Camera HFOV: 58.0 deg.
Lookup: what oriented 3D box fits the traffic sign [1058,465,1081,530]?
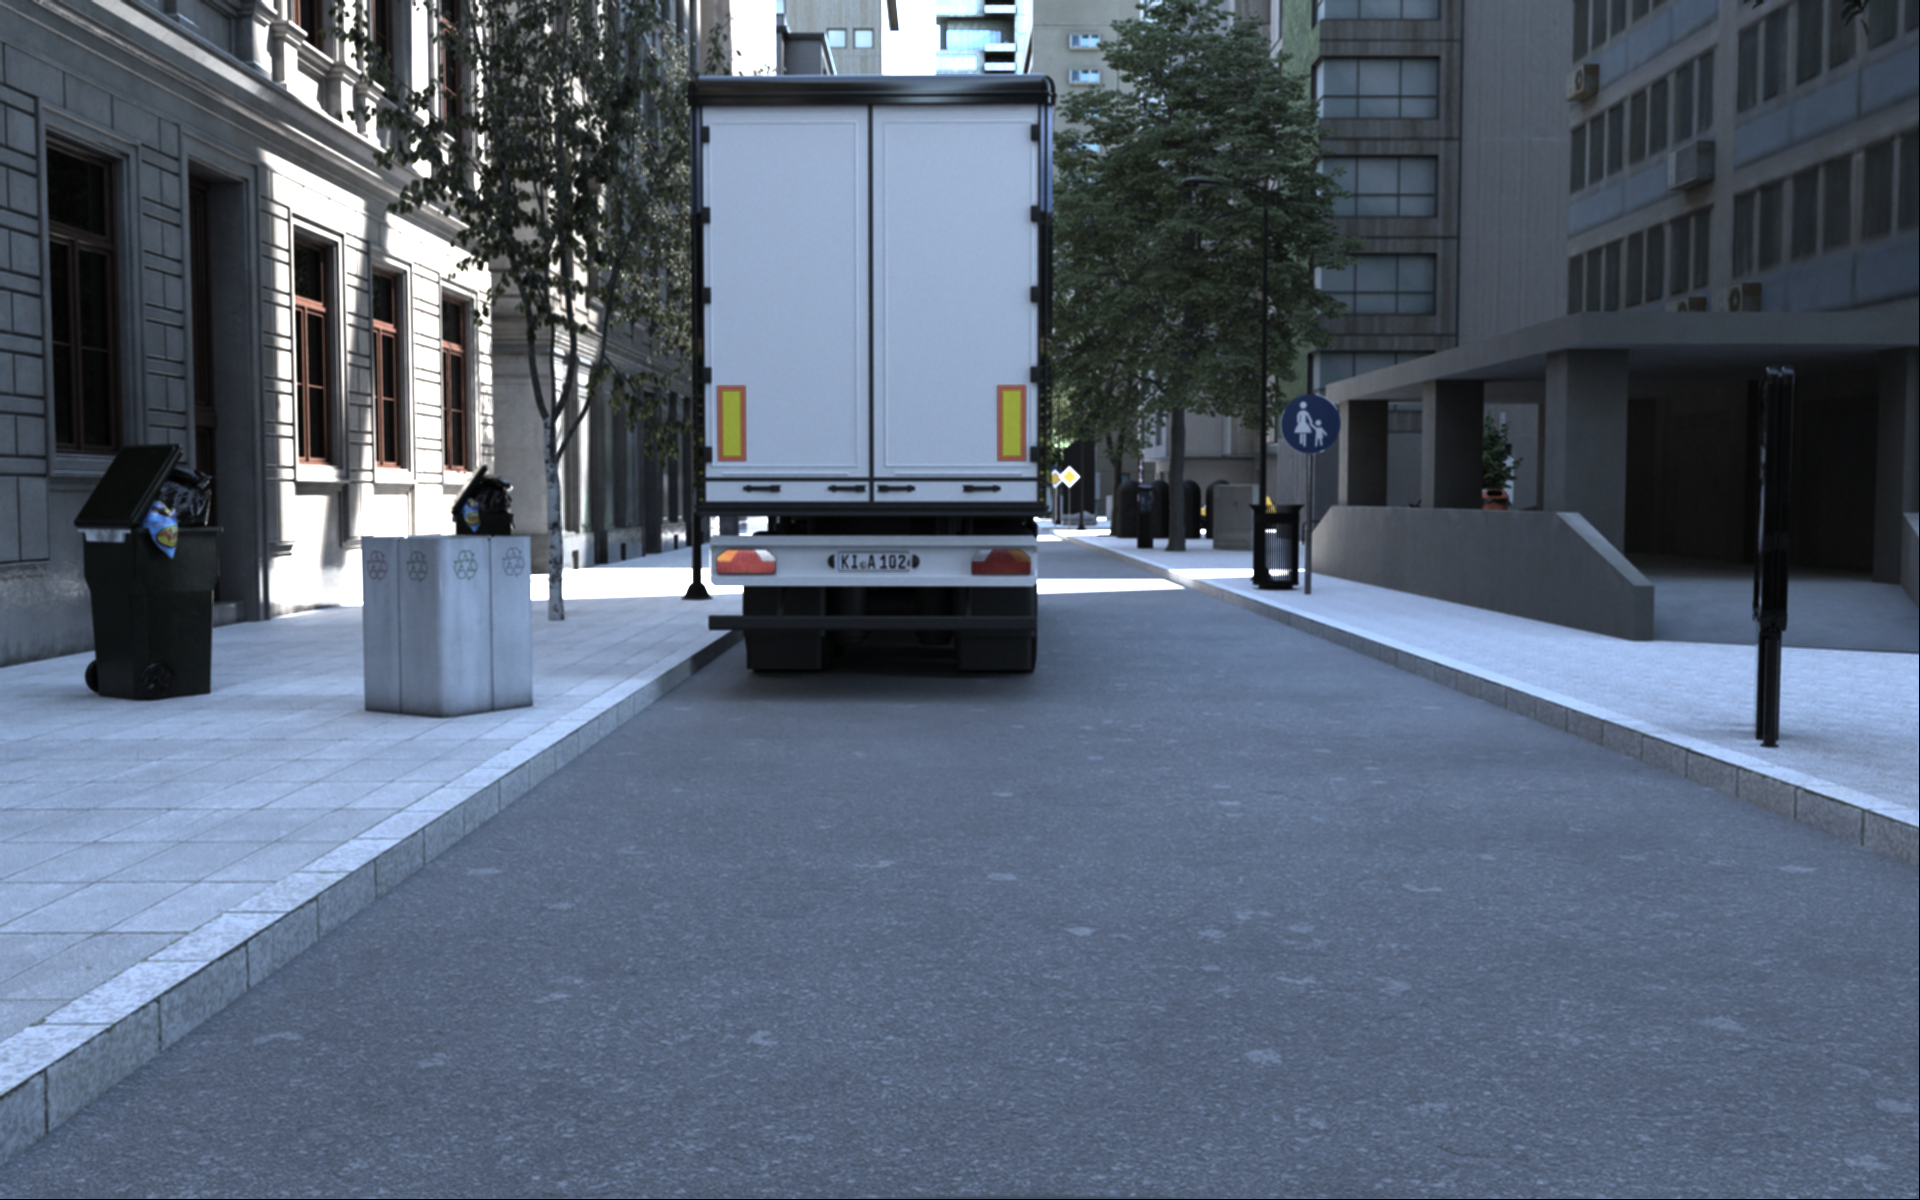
[{"bbox_3d":[3.846,-3.504,60.938,0.795,2.450,0.064,0,4,0],"label":"traffic sign"}]

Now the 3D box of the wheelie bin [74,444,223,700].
[{"bbox_3d":[-5.173,-0.194,11.079,0.980,1.594,0.693,2,4,34],"label":"wheelie bin"}]

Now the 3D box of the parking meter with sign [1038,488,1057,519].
[{"bbox_3d":[4.754,-5.662,88.829,1.738,3.016,0.543,3,5,42],"label":"parking meter with sign"}]

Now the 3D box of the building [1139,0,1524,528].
[{"bbox_3d":[15.658,-24.079,77.291,14.086,41.232,14.154,0,4,0],"label":"building"}]

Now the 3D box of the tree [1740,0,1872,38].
[{"bbox_3d":[4.805,-4.302,4.745,8.767,10.594,7.601,0,4,5],"label":"tree"}]

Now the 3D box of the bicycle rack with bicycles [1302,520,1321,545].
[{"bbox_3d":[9.833,-1.804,42.884,2.925,0.926,2.852,0,4,-6],"label":"bicycle rack with bicycles"}]

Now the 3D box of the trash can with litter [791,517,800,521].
[{"bbox_3d":[-4.624,-2.083,45.443,1.055,1.170,0.624,-1,4,-13],"label":"trash can with litter"}]

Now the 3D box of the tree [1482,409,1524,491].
[{"bbox_3d":[11.991,-2.715,38.994,1.663,3.219,1.824,0,3,0],"label":"tree"}]

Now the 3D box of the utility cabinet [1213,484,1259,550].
[{"bbox_3d":[6.317,-1.892,39.608,0.318,1.500,1.173,-3,4,-39],"label":"utility cabinet"}]

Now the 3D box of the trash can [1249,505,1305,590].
[{"bbox_3d":[4.267,-0.718,23.385,0.748,1.137,0.748,0,3,0],"label":"trash can"}]

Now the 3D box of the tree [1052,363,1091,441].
[{"bbox_3d":[5.224,-8.806,94.345,4.737,8.622,4.395,0,3,0],"label":"tree"}]

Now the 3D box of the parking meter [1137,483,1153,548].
[{"bbox_3d":[4.398,-1.999,41.087,0.372,1.533,0.369,0,3,0],"label":"parking meter"}]

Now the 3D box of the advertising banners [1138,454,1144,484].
[{"bbox_3d":[8.122,-4.786,74.440,0.090,3.025,2.074,-1,4,-22],"label":"advertising banners"}]

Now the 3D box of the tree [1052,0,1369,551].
[{"bbox_3d":[5.295,-7.368,38.598,7.486,12.596,7.792,0,3,0],"label":"tree"}]

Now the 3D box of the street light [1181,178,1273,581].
[{"bbox_3d":[3.951,-3.246,25.611,1.470,5.913,1.316,0,4,0],"label":"street light"}]

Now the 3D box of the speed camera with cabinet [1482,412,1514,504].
[{"bbox_3d":[12.649,-2.942,42.437,0.660,3.252,2.038,-2,4,-23],"label":"speed camera with cabinet"}]

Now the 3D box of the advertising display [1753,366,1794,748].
[{"bbox_3d":[4.275,-0.240,9.133,0.123,1.923,0.974,1,4,22],"label":"advertising display"}]

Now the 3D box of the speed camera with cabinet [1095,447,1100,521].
[{"bbox_3d":[5.215,-4.806,72.909,0.660,3.252,2.038,-1,4,-20],"label":"speed camera with cabinet"}]

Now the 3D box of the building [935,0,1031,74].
[{"bbox_3d":[8.269,-56.638,238.700,31.000,86.520,22.319,0,4,0],"label":"building"}]

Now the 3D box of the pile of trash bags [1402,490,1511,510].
[{"bbox_3d":[9.586,-1.596,35.852,3.447,1.369,1.912,1,4,17],"label":"pile of trash bags"}]

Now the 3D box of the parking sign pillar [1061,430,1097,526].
[{"bbox_3d":[4.867,-5.036,70.810,1.447,3.967,1.447,0,4,5],"label":"parking sign pillar"}]

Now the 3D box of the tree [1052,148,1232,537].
[{"bbox_3d":[4.686,-7.750,52.461,9.928,11.665,9.643,0,3,0],"label":"tree"}]

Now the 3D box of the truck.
[{"bbox_3d":[-0.449,-1.731,17.216,2.839,4.237,11.283,0,4,2],"label":"truck"}]

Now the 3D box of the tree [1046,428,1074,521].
[{"bbox_3d":[4.711,-6.155,84.356,4.285,4.588,4.351,0,3,0],"label":"tree"}]

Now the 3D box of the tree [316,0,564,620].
[{"bbox_3d":[-4.081,-4.086,17.162,4.360,8.622,3.978,0,3,0],"label":"tree"}]

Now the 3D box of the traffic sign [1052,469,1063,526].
[{"bbox_3d":[3.782,-3.993,68.923,0.795,2.450,0.064,0,4,0],"label":"traffic sign"}]

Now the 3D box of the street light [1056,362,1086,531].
[{"bbox_3d":[3.744,-5.403,60.887,1.470,5.913,1.316,0,4,0],"label":"street light"}]

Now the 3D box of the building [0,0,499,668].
[{"bbox_3d":[-12.061,-11.000,16.006,11.583,22.565,21.152,0,4,0],"label":"building"}]

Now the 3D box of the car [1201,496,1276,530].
[{"bbox_3d":[10.250,-3.409,65.964,3.980,1.641,2.015,0,4,0],"label":"car"}]

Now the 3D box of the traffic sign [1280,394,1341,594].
[{"bbox_3d":[4.456,-1.346,22.111,0.768,2.556,0.104,0,4,2],"label":"traffic sign"}]

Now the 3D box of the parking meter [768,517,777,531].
[{"bbox_3d":[-4.656,-2.153,43.608,0.372,1.533,0.369,0,3,0],"label":"parking meter"}]

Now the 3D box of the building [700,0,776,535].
[{"bbox_3d":[-15.695,-16.271,51.934,20.117,28.700,13.634,0,4,0],"label":"building"}]

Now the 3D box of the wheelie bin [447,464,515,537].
[{"bbox_3d":[-5.166,-0.662,18.726,0.693,1.594,0.980,-1,4,-21],"label":"wheelie bin"}]

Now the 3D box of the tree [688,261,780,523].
[{"bbox_3d":[-3.779,-5.257,36.309,4.737,8.622,4.395,0,3,0],"label":"tree"}]

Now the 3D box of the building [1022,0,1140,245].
[{"bbox_3d":[16.856,-32.925,162.031,21.300,48.544,21.600,0,4,0],"label":"building"}]

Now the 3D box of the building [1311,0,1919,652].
[{"bbox_3d":[21.923,-20.125,20.932,32.217,40.220,23.993,0,4,0],"label":"building"}]

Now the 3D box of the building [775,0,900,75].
[{"bbox_3d":[-20.552,-35.600,171.296,28.713,52.752,27.495,0,4,0],"label":"building"}]

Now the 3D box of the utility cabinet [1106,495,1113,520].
[{"bbox_3d":[7.413,-4.505,84.813,0.306,1.237,1.020,1,4,20],"label":"utility cabinet"}]

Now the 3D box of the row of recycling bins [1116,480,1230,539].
[{"bbox_3d":[6.223,-2.642,50.314,3.534,1.692,1.069,2,4,24],"label":"row of recycling bins"}]

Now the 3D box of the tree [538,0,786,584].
[{"bbox_3d":[-3.951,-4.711,27.391,4.360,8.622,3.978,0,3,0],"label":"tree"}]

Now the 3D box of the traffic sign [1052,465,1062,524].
[{"bbox_3d":[4.059,-4.606,75.409,0.768,2.556,0.104,1,4,9],"label":"traffic sign"}]

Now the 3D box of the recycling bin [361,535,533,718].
[{"bbox_3d":[-3.061,0.134,10.358,0.722,1.027,0.722,2,4,32],"label":"recycling bin"}]

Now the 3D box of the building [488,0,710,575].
[{"bbox_3d":[-11.170,-11.417,35.814,9.793,20.994,18.267,0,4,0],"label":"building"}]

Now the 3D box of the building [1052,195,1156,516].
[{"bbox_3d":[20.461,-16.493,114.706,27.650,21.520,28.899,0,4,0],"label":"building"}]

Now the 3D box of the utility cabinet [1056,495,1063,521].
[{"bbox_3d":[4.571,-4.135,78.772,0.306,1.237,1.020,-1,4,-9],"label":"utility cabinet"}]

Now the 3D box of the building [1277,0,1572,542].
[{"bbox_3d":[16.256,-22.479,51.127,14.154,41.232,14.086,0,4,0],"label":"building"}]

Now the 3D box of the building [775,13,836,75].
[{"bbox_3d":[-12.797,-16.285,85.323,14.314,24.678,30.058,0,4,0],"label":"building"}]

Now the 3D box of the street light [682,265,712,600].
[{"bbox_3d":[-2.669,-2.962,20.965,1.470,5.913,1.316,0,4,0],"label":"street light"}]
